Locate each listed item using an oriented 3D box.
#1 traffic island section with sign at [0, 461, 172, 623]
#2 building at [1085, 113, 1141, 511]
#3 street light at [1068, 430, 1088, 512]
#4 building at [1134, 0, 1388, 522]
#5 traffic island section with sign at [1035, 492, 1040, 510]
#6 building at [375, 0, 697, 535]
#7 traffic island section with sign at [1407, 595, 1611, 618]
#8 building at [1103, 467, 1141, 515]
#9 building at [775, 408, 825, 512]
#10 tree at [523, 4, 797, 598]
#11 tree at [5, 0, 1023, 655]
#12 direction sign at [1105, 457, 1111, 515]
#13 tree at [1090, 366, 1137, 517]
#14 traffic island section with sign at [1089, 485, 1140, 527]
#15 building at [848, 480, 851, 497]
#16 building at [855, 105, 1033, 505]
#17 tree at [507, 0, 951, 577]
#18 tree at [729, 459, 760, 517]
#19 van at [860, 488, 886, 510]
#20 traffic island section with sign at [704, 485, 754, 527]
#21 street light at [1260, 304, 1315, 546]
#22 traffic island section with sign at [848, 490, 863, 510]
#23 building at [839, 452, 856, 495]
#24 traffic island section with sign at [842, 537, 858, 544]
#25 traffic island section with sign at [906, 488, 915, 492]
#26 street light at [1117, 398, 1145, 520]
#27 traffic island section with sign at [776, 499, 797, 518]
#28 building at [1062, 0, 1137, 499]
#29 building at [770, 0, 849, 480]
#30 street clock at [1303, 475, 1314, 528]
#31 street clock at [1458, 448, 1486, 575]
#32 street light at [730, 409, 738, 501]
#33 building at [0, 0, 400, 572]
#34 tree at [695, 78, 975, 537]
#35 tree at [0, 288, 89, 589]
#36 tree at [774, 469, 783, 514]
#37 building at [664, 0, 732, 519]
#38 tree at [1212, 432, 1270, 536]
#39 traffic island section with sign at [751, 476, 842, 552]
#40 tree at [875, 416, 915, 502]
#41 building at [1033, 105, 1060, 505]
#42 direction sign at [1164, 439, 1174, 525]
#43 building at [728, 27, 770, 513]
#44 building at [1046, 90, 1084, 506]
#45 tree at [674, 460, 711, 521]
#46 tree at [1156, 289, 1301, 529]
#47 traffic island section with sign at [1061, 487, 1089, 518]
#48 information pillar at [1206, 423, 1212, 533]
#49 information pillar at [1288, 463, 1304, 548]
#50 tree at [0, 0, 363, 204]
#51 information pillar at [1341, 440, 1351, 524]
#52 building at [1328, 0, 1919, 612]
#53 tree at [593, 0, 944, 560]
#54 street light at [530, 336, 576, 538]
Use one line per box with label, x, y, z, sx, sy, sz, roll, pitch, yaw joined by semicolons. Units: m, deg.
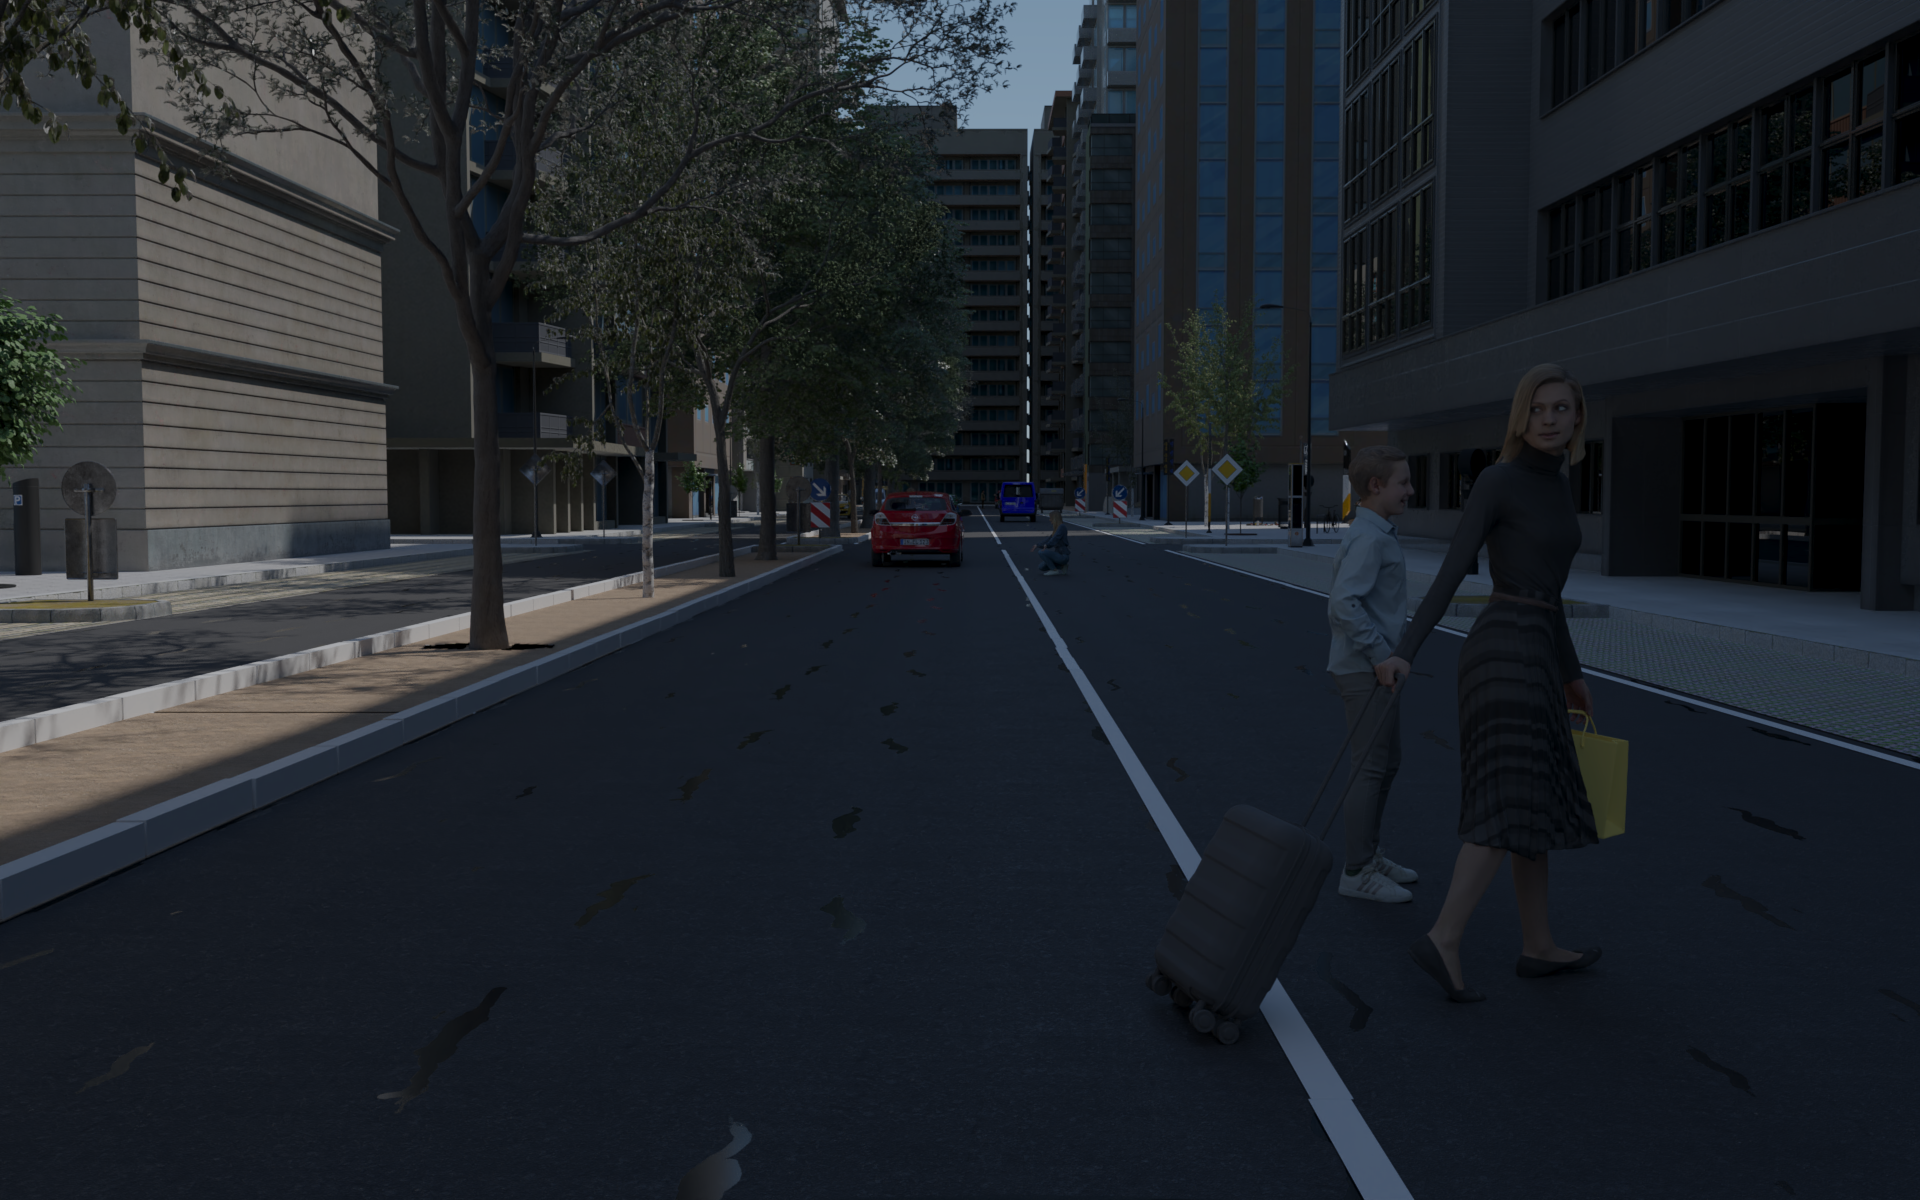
traffic island section with sign;-10.344;-0.698;20.048;1.989;1.847;2.006;0;4;0
building;16.622;-22.204;134.741;14.160;30.474;14.107;0;4;0
street light;8.552;-9.365;125.664;1.470;5.913;1.316;0;4;0
building;16.269;-26.628;85.485;14.600;45.320;14.200;0;4;0
traffic island section with sign;7.430;-10.486;180.081;1.989;1.847;2.006;0;4;0
building;-22.468;-25.183;66.370;22.147;44.769;28.867;0;4;0
traffic island section with sign;6.488;-0.746;20.832;1.989;1.847;2.006;0;4;0
building;26.056;-25.734;112.630;32.217;40.220;23.993;0;4;0
building;-25.246;-18.079;140.635;27.650;21.520;28.899;0;4;0
tree;-4.306;-4.343;23.824;4.360;8.622;3.978;0;3;0
tree;-4.311;-6.274;15.406;12.009;13.543;11.850;0;3;0
direction sign;9.153;-7.046;107.196;0.379;3.537;0.876;1;4;18
tree;9.619;-9.070;98.663;4.360;8.622;3.978;0;3;0
traffic island section with sign;6.813;-4.100;75.663;1.989;1.847;2.006;0;4;0
building;-25.272;-32.579;224.546;23.993;40.220;32.217;0;4;0
building;-2.310;-36.438;219.460;21.600;48.544;21.300;0;4;0
tree;-3.981;-5.686;29.832;8.767;10.594;7.601;0;4;0
tree;-12.210;-6.202;95.998;1.663;3.219;1.824;0;3;0
van;-5.854;-6.889;119.644;2.013;2.044;4.112;0;4;-1
traffic island section with sign;-10.019;-4.092;75.530;1.989;1.847;2.006;0;4;0
street light;8.011;-4.273;42.401;1.470;5.913;1.316;0;4;0
traffic island section with sign;-9.569;-8.856;153.429;1.989;1.847;2.006;0;4;0
building;-18.909;-31.288;195.150;14.086;41.232;14.154;0;4;0
traffic island section with sign;-4.031;-2.594;50.547;2.006;1.907;1.989;0;4;0
traffic island section with sign;-3.598;-7.190;125.685;2.006;1.907;1.989;0;4;0
street light;8.337;-6.834;84.273;1.470;5.913;1.316;0;4;0
traffic island section with sign;-9.853;-5.756;102.738;1.989;1.847;2.006;0;4;0
building;21.673;-32.858;156.834;23.786;49.044;30.456;0;4;0
building;-25.784;-35.388;167.829;28.713;52.752;27.495;0;4;0
street clock;13.105;-3.715;65.306;0.358;2.002;0.471;-2;4;-33
street clock;8.133;-1.405;27.547;0.471;2.002;0.358;-3;5;-42
street light;-11.730;-7.342;92.582;1.470;5.913;1.316;0;4;0
building;-30.284;-13.189;34.728;34.723;24.649;14.460;0;4;0
tree;-4.088;-8.867;54.089;9.857;13.997;8.962;0;3;0
tree;-13.579;-2.431;23.465;4.285;4.588;4.351;0;3;0
tree;-12.188;-7.226;112.751;1.663;3.219;1.824;0;3;0
building;-20.656;-27.261;95.822;14.600;45.320;14.200;0;4;0
tree;8.634;-3.634;54.016;1.663;3.219;1.824;0;3;0
traffic island section with sign;-4.084;-2.141;43.140;2.006;1.907;1.989;0;4;0
tree;-3.936;-7.781;80.032;4.737;8.622;4.395;0;3;0
building;19.425;-36.434;219.399;21.600;48.544;21.300;0;4;0
direction sign;8.597;-4.855;71.379;0.379;3.537;0.876;-1;4;-20
building;-20.510;-26.572;118.048;14.154;41.232;14.086;0;4;0
building;20.622;-32.535;186.577;22.147;44.769;28.867;0;4;0
tree;-12.801;-5.410;83.058;1.663;3.219;1.824;0;3;0
tree;9.999;-6.884;62.922;4.737;8.622;4.395;0;3;0
traffic island section with sign;6.958;-5.749;102.618;1.989;1.847;2.006;0;4;0
information pillar;8.187;-4.003;56.802;0.183;3.616;0.504;0;4;7
information pillar;8.054;-2.266;41.548;0.304;2.012;0.304;0;4;-3
tree;-4.291;-3.331;7.285;4.360;8.622;3.978;0;3;0
information pillar;16.731;-5.113;74.945;0.183;3.616;0.504;-1;4;-20
building;15.831;-12.704;26.775;14.314;24.678;30.058;0;4;0
tree;-4.256;-7.145;37.402;7.486;12.596;7.792;0;3;0
street light;-11.939;-4.790;50.860;1.470;5.913;1.316;0;4;0
